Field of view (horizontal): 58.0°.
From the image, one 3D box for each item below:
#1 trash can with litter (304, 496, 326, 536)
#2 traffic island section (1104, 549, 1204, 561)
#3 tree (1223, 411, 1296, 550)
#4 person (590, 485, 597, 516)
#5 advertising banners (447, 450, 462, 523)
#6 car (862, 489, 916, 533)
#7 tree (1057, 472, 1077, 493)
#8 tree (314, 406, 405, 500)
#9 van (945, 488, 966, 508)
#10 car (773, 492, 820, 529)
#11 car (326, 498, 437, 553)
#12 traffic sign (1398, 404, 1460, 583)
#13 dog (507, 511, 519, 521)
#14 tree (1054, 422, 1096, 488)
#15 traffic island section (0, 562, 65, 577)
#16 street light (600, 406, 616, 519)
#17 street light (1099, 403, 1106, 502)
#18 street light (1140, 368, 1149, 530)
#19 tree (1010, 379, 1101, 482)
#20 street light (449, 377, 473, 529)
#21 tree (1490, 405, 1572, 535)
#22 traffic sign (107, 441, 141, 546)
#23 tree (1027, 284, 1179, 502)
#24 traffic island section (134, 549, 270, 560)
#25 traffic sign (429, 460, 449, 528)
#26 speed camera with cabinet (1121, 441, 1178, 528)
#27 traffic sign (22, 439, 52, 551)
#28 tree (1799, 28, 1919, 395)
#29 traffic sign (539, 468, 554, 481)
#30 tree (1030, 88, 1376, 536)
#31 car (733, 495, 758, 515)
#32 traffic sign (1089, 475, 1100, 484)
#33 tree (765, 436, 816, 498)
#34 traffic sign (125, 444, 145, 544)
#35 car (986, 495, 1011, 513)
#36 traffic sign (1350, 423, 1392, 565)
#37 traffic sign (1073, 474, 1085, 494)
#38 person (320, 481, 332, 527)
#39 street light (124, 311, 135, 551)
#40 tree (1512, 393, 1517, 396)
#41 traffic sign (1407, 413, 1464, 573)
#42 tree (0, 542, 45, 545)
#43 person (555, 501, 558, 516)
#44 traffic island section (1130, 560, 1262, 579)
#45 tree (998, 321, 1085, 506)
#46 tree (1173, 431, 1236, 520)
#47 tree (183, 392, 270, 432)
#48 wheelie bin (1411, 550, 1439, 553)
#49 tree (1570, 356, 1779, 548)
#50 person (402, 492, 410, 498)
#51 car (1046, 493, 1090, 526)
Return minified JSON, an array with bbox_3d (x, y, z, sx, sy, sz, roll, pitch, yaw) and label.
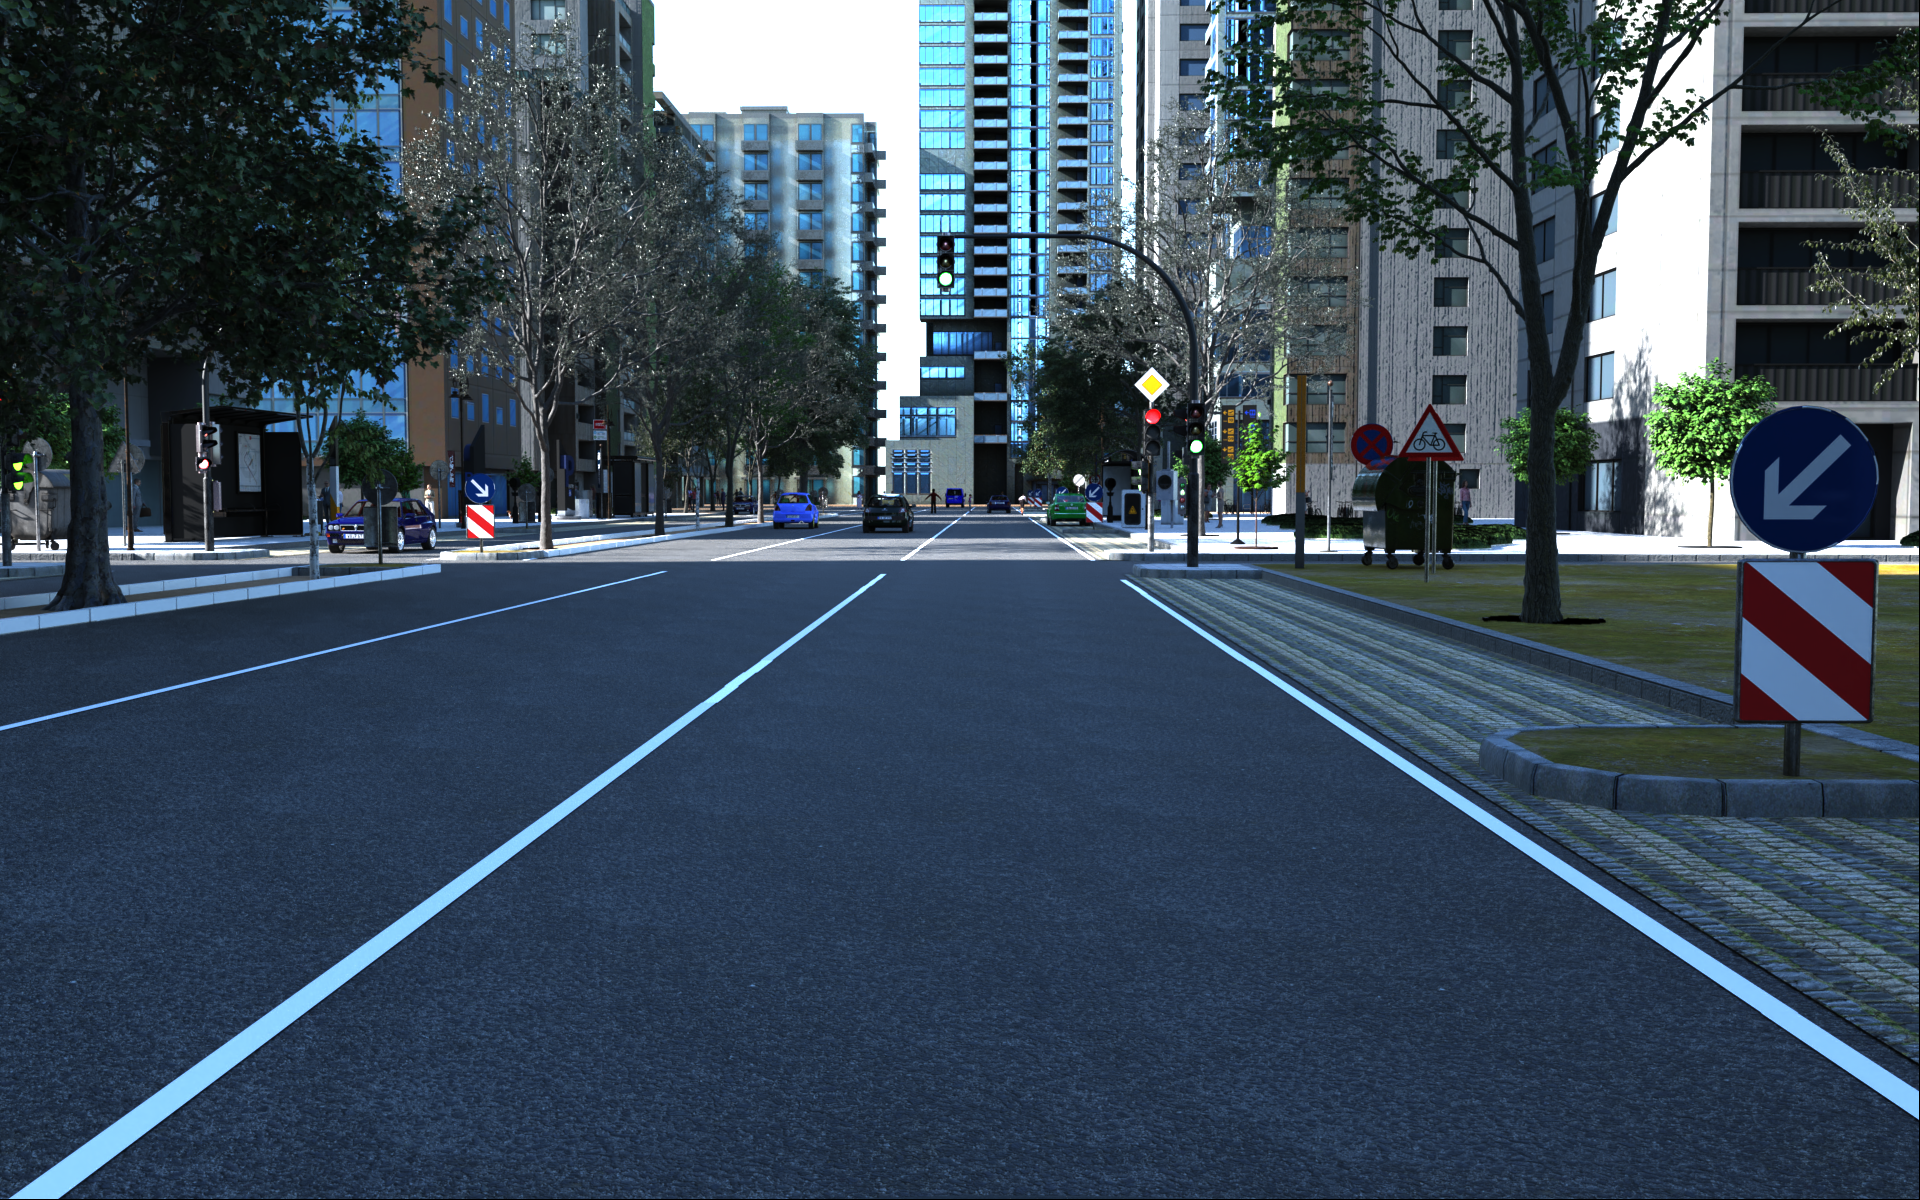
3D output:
[{"bbox_3d":[-19.669,-2.614,53.802,1.678,1.210,2.233,0,4,3],"label":"trash can with litter"},{"bbox_3d":[4.262,-0.992,38.504,2.009,0.180,2.903,0,4,1],"label":"traffic island section"},{"bbox_3d":[6.904,-2.792,40.255,1.663,3.219,1.824,0,3,0],"label":"tree"},{"bbox_3d":[-21.037,-5.702,99.245,0.573,1.828,0.580,0,4,-7],"label":"person"},{"bbox_3d":[-20.229,-4.539,70.405,0.090,3.025,2.074,1,4,17],"label":"advertising banners"},{"bbox_3d":[-2.689,-3.393,65.263,2.009,1.686,4.222,0,4,2],"label":"car"},{"bbox_3d":[8.111,-8.437,132.546,1.663,3.219,1.824,0,3,0],"label":"tree"},{"bbox_3d":[-22.582,-4.977,65.090,4.285,4.588,4.351,0,3,0],"label":"tree"},{"bbox_3d":[-0.510,-10.998,184.206,2.240,2.365,5.245,0,4,2],"label":"van"},{"bbox_3d":[-6.840,-3.842,72.413,1.945,1.707,3.694,0,4,-1],"label":"car"},{"bbox_3d":[-14.426,-1.878,43.283,1.945,1.354,3.894,0,4,1],"label":"car"},{"bbox_3d":[6.773,-1.533,25.066,0.884,2.594,0.081,0,4,3],"label":"traffic sign"},{"bbox_3d":[-20.891,-3.934,81.146,0.406,0.507,0.540,3,4,38],"label":"dog"},{"bbox_3d":[8.719,-10.751,126.140,4.737,8.622,4.395,0,3,0],"label":"tree"},{"bbox_3d":[-17.027,-0.529,30.925,2.009,0.180,2.903,0,4,1],"label":"traffic island section"},{"bbox_3d":[-18.021,-7.098,88.835,0.468,5.910,1.993,0,4,1],"label":"street light"},{"bbox_3d":[7.156,-6.998,87.208,0.468,5.910,1.993,0,4,1],"label":"street light"},{"bbox_3d":[6.752,-5.477,62.334,0.468,5.910,1.993,0,4,1],"label":"street light"},{"bbox_3d":[9.599,-14.663,156.748,9.611,12.733,9.660,0,3,0],"label":"tree"},{"bbox_3d":[-18.417,-5.581,64.043,0.468,5.910,1.993,0,4,1],"label":"street light"},{"bbox_3d":[18.698,-4.380,55.330,4.285,4.588,4.351,0,3,0],"label":"tree"},{"bbox_3d":[-20.484,-2.594,42.420,0.884,2.594,0.081,0,4,8],"label":"traffic sign"},{"bbox_3d":[8.460,-11.985,102.617,9.857,13.997,8.962,0,3,0],"label":"tree"},{"bbox_3d":[-16.875,-1.017,38.909,2.009,0.180,2.903,0,4,1],"label":"traffic island section"},{"bbox_3d":[-19.448,-3.949,64.674,0.768,2.556,0.104,0,4,8],"label":"traffic sign"},{"bbox_3d":[7.120,-4.329,65.109,2.038,3.252,0.660,2,4,24],"label":"speed camera with cabinet"},{"bbox_3d":[-20.744,-2.374,38.925,0.768,2.556,0.104,1,4,11],"label":"traffic sign"},{"bbox_3d":[15.288,-4.651,26.405,4.360,8.622,3.978,0,3,0],"label":"tree"},{"bbox_3d":[-19.371,-4.951,81.060,0.768,2.556,0.104,0,4,2],"label":"traffic sign"},{"bbox_3d":[7.361,-8.690,52.446,12.009,13.543,11.850,0,3,0],"label":"tree"},{"bbox_3d":[-15.210,-6.693,122.010,1.945,1.354,3.894,0,4,1],"label":"car"},{"bbox_3d":[8.479,-6.642,108.703,0.768,2.556,0.104,1,4,10],"label":"traffic sign"},{"bbox_3d":[-16.555,-13.742,159.090,7.601,10.594,8.767,2,4,33],"label":"tree"},{"bbox_3d":[-21.213,-2.705,44.325,0.768,2.556,0.104,1,4,10],"label":"traffic sign"},{"bbox_3d":[2.924,-7.218,130.599,1.945,1.354,3.894,0,4,-1],"label":"car"},{"bbox_3d":[7.431,-1.911,31.345,0.768,2.556,0.104,0,4,3],"label":"traffic sign"},{"bbox_3d":[7.599,-6.753,110.521,0.768,2.556,0.104,1,4,10],"label":"traffic sign"},{"bbox_3d":[-24.779,-3.769,67.849,0.661,1.801,0.590,0,4,-2],"label":"person"},{"bbox_3d":[-18.880,-4.065,39.252,0.468,5.910,1.993,0,4,1],"label":"street light"},{"bbox_3d":[28.462,-8.062,82.170,4.737,8.622,4.395,0,3,0],"label":"tree"},{"bbox_3d":[7.656,-1.708,27.930,0.884,2.594,0.081,0,4,7],"label":"traffic sign"},{"bbox_3d":[-24.031,-3.673,43.775,4.285,4.588,4.351,0,3,0],"label":"tree"},{"bbox_3d":[-22.265,-5.494,96.465,0.643,1.750,0.593,3,5,45],"label":"person"},{"bbox_3d":[4.111,-0.504,30.520,2.009,0.180,2.903,0,4,1],"label":"traffic island section"},{"bbox_3d":[10.817,-20.386,189.193,12.611,20.169,13.585,0,3,0],"label":"tree"},{"bbox_3d":[12.350,-6.288,86.529,4.285,4.588,4.351,0,3,0],"label":"tree"},{"bbox_3d":[-23.820,-4.421,56.003,4.285,4.588,4.351,0,3,0],"label":"tree"},{"bbox_3d":[10.186,-1.837,37.940,0.693,1.594,0.980,0,4,5],"label":"wheelie bin"},{"bbox_3d":[17.901,-3.524,41.336,4.285,4.588,4.351,0,3,0],"label":"tree"},{"bbox_3d":[-24.835,-4.359,77.561,0.529,1.795,0.600,2,4,32],"label":"person"},{"bbox_3d":[4.884,-4.246,78.220,1.959,1.807,4.718,0,4,0],"label":"car"}]
